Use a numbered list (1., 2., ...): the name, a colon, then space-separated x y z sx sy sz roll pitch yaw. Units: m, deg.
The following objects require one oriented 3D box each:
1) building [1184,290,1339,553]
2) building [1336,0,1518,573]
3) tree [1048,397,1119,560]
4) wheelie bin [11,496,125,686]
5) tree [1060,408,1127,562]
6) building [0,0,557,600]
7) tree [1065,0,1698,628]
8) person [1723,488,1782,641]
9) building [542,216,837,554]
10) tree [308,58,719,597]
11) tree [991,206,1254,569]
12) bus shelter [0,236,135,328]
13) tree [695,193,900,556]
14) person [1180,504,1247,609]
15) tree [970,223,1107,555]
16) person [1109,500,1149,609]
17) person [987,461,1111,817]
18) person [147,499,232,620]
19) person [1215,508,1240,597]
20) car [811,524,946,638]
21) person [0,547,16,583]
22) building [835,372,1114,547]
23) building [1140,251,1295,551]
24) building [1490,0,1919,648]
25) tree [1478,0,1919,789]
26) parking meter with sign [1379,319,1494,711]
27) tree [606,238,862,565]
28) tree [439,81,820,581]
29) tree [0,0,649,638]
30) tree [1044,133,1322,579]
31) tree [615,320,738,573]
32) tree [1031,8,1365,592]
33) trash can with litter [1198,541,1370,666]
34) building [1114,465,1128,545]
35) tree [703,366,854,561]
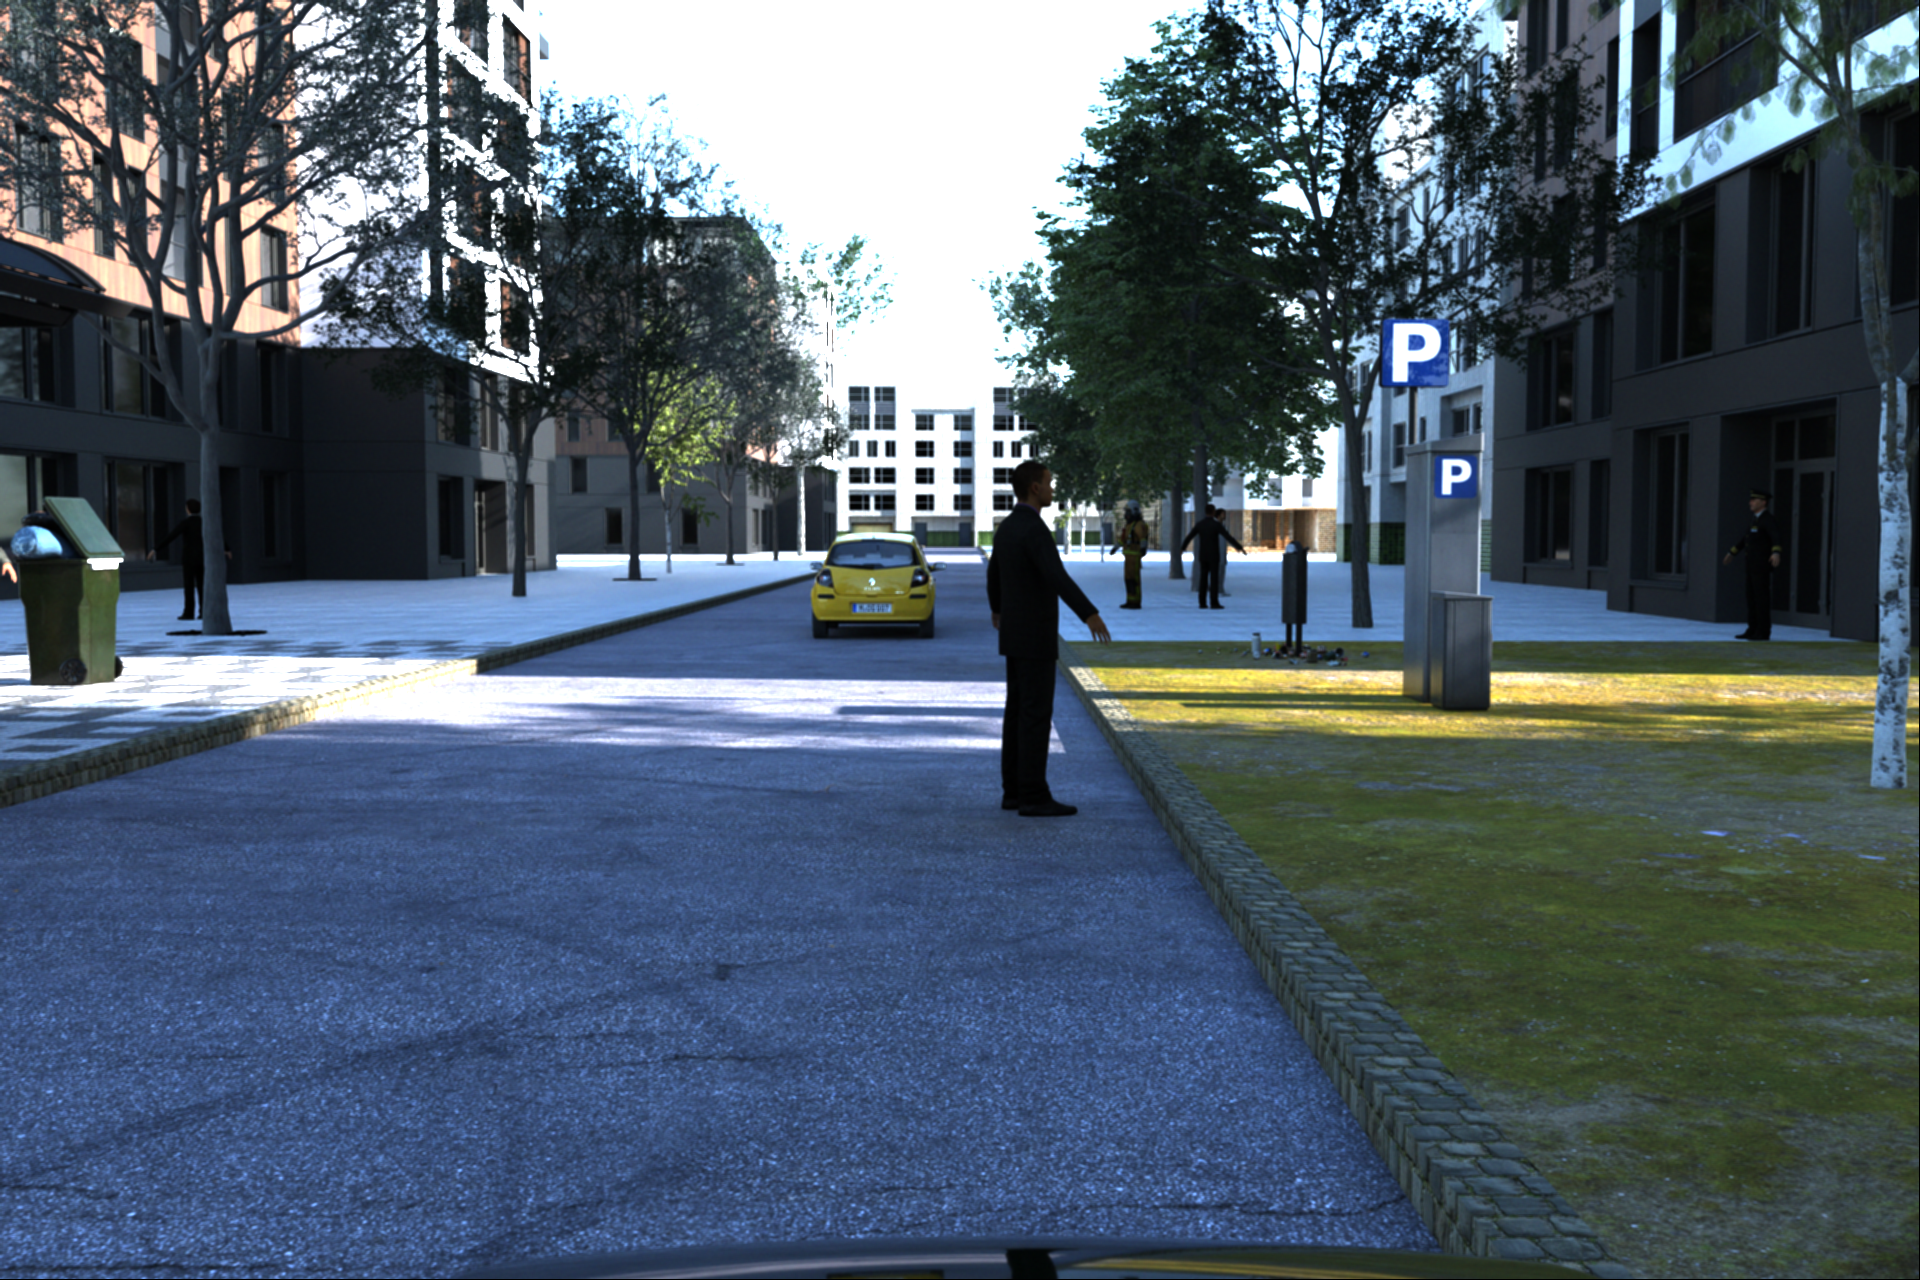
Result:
1. building: 22.015 -16.656 128.743 16.016 20.090 11.380 0 4 1
2. building: 25.776 -12.090 64.134 16.747 18.905 31.486 0 4 0
3. tree: 6.077 -8.254 85.318 4.737 8.622 4.395 0 3 0
4. wheelie bin: -7.640 -0.422 14.813 0.693 1.594 0.980 0 4 1
5. tree: 6.608 -7.839 78.533 4.360 8.622 3.978 0 3 0
6. building: -28.713 -12.324 45.478 27.936 21.610 32.646 0 4 1
7. tree: 5.586 -5.466 23.786 8.767 10.594 7.601 0 4 7
8. person: 9.638 -0.919 20.962 0.705 1.837 1.347 0 4 0
9. building: -24.248 -17.371 127.989 27.936 21.610 32.646 0 4 0
10. tree: -9.061 -6.151 34.979 8.767 10.594 7.601 0 4 -6
11. tree: 6.310 -9.609 63.757 9.857 13.997 8.962 0 3 0
12. bus shelter: -6.777 -0.939 9.269 2.014 3.302 5.546 0 4 2
13. tree: -10.589 -14.852 98.715 12.611 20.169 13.585 0 3 0
14. person: 4.308 -1.440 29.762 1.346 1.802 0.704 3 5 42
15. tree: 7.288 -15.081 102.458 12.611 20.169 13.585 0 3 0
16. person: 2.938 -1.463 29.693 0.705 1.858 1.354 -1 4 -19
17. person: 0.386 -0.014 8.911 0.704 1.802 1.346 -1 4 -21
18. person: -11.497 -1.210 25.973 0.705 1.806 1.347 2 4 34
19. person: 5.363 -1.800 35.618 0.705 1.806 1.347 2 4 35
20. car: -1.210 -0.918 25.240 2.015 1.641 3.980 0 4 -1
21. person: -8.184 -0.460 13.789 1.348 1.796 0.705 0 4 -5
22. building: 1.267 -20.088 197.354 31.486 18.905 16.747 0 4 -5
23. building: 24.547 -18.927 140.386 19.493 23.208 18.063 0 3 0
24. building: 24.869 -11.416 30.622 27.936 21.610 32.646 0 4 1
25. tree: 4.912 -3.566 8.660 4.360 8.622 3.978 0 3 0
26. parking meter with sign: 3.692 -1.044 13.322 0.543 3.016 1.738 0 4 0
27. tree: -9.627 -9.851 71.439 12.009 13.543 11.850 0 3 0
28. tree: -8.940 -8.381 47.407 12.009 13.543 11.850 0 3 0
29. tree: -9.531 -6.799 21.526 12.009 13.543 11.850 0 3 0
30. tree: 6.263 -7.991 48.774 7.486 12.596 7.792 0 3 0
31. tree: -9.444 -6.481 56.328 4.737 8.622 4.395 0 3 0
32. tree: 4.993 -7.365 38.546 7.486 12.596 7.792 0 3 0
33. trash can with litter: 3.427 -0.417 17.873 1.678 1.210 2.233 0 4 -1
34. building: 25.329 -20.832 171.531 19.493 23.208 18.063 0 4 0
35. tree: -8.760 -9.148 83.990 8.767 10.594 7.601 2 4 26
